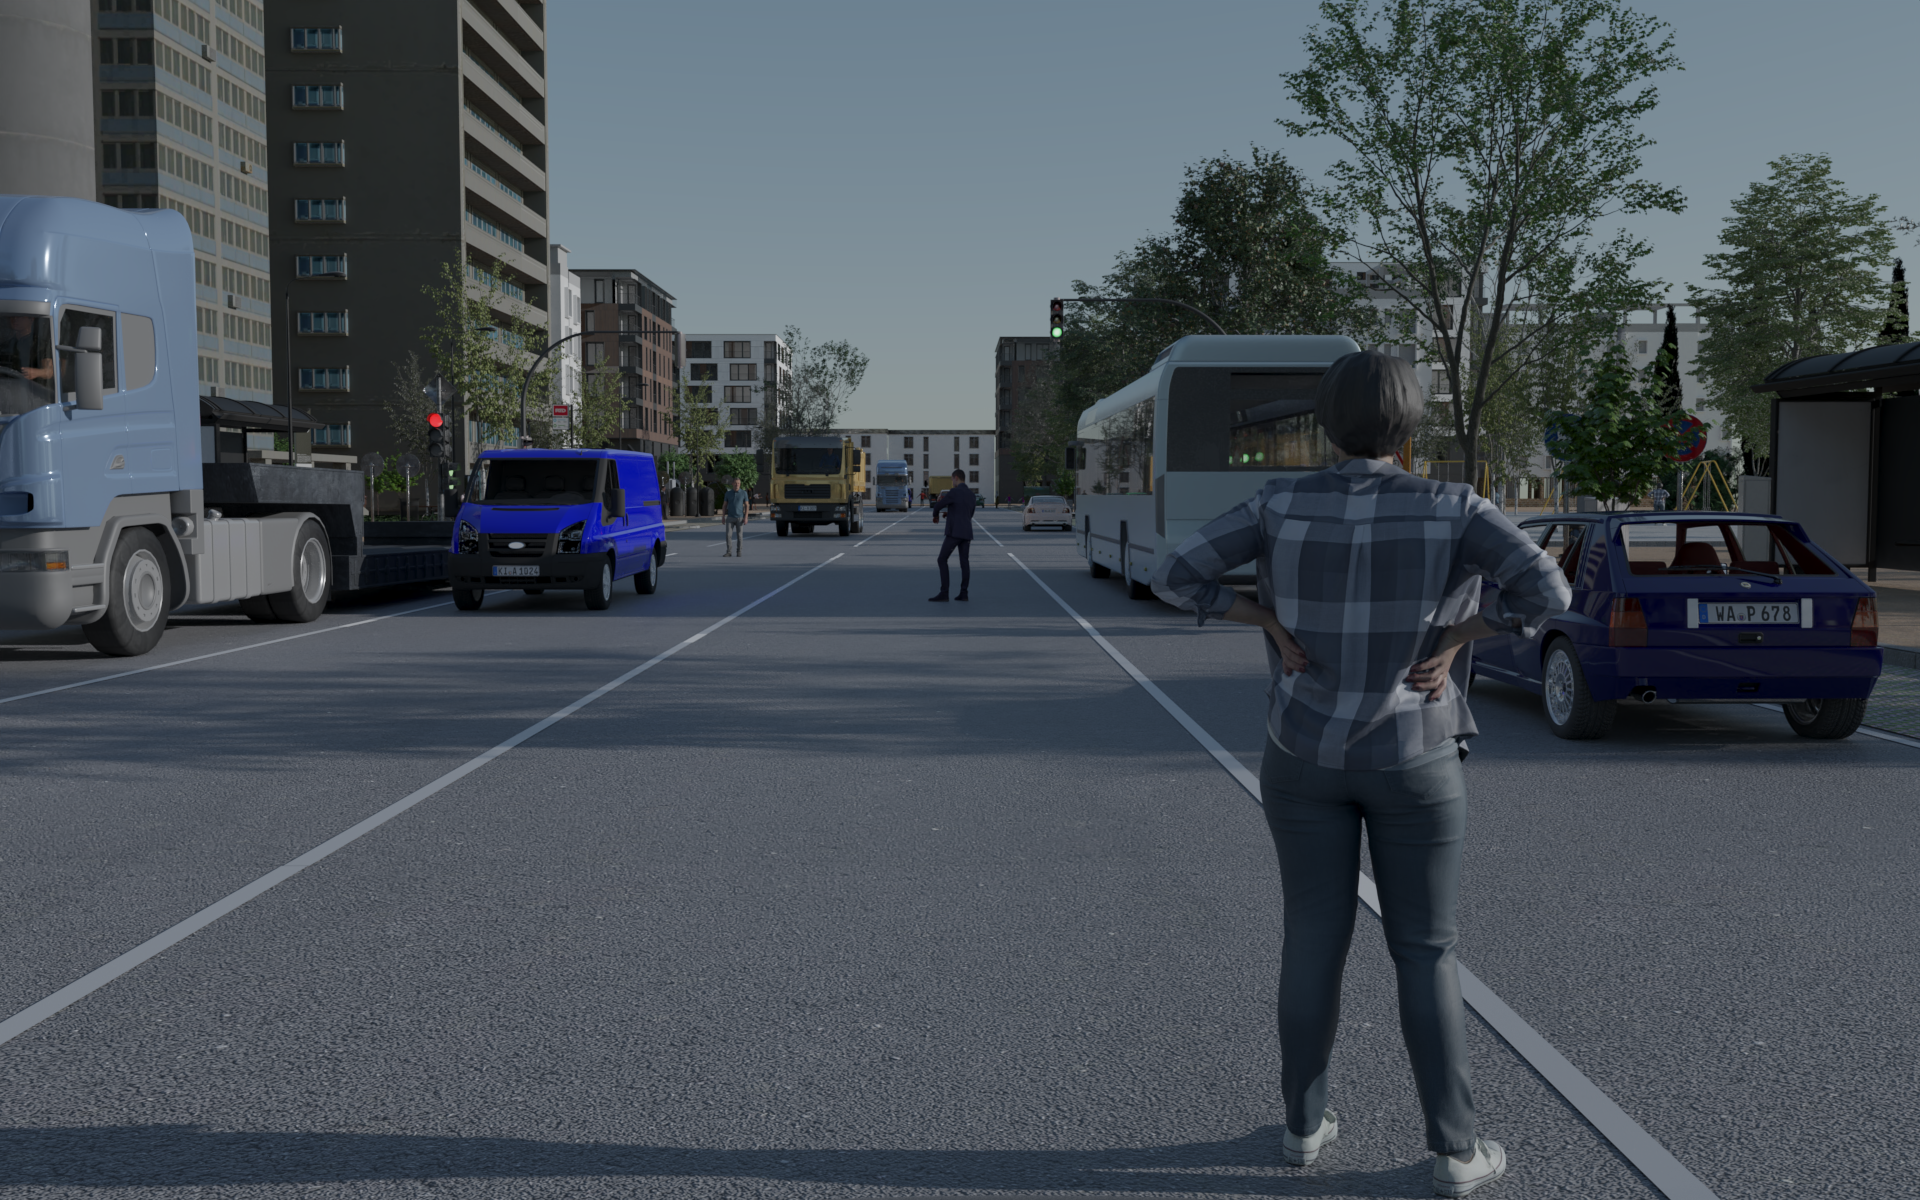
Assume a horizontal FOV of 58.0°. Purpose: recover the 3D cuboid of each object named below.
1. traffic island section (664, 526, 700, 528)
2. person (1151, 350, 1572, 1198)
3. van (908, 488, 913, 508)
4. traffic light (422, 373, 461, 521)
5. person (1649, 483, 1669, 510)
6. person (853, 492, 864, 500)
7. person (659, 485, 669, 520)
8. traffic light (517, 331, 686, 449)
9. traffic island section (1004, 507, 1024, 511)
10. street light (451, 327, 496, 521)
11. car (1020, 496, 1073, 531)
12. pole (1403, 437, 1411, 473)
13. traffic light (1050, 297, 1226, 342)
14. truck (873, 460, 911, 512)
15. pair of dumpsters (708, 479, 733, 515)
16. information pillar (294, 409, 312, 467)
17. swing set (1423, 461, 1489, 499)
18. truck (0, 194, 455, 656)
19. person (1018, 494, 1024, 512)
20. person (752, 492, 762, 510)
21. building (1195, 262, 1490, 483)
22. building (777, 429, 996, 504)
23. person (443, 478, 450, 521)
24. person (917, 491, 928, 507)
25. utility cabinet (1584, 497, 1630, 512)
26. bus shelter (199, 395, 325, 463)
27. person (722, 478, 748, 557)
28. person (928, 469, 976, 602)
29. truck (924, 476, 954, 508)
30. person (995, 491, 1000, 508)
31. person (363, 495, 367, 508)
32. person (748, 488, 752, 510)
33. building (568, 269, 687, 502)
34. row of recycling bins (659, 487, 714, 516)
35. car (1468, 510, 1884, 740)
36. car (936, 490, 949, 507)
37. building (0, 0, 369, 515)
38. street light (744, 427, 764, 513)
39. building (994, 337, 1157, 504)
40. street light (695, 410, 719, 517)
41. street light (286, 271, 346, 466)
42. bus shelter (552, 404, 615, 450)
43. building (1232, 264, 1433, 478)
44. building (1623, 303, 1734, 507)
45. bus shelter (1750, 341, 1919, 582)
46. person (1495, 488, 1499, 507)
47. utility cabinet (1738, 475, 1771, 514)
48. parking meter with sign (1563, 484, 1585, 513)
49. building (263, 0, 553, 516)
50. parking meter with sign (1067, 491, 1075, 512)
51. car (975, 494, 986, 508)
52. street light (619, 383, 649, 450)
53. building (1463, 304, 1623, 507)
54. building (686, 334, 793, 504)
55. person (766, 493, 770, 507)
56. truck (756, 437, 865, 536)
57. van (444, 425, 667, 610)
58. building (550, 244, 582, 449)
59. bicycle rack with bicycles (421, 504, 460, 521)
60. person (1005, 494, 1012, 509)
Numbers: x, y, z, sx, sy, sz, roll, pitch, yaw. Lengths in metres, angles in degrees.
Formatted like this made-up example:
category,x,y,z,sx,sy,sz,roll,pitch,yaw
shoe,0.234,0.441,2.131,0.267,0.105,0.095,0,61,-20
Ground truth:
category,x,y,z,sx,sy,sz,roll,pitch,yaw
traffic island section,-12.030,-3.067,73.016,1.991,0.108,1.994,0,4,0
person,0.853,0.340,3.660,0.841,1.734,0.376,2,4,26
van,-5.905,-10.522,176.425,2.240,2.365,5.245,0,4,0
traffic light,-12.062,-3.139,40.244,0.839,4.253,0.868,0,4,0
person,28.392,-3.888,70.333,0.841,1.734,0.376,3,5,40
person,-9.051,-8.819,153.208,1.217,1.766,0.721,2,4,32
person,-14.823,-4.871,86.489,0.445,1.727,0.742,0,4,1
traffic light,-10.033,-4.502,48.280,4.771,5.953,1.251,0,4,0
traffic island section,5.505,-9.470,177.703,1.991,0.108,1.994,0,4,0
street light,-13.565,-4.629,48.221,1.470,5.913,1.316,0,4,0
car,3.408,-3.399,67.939,2.083,1.381,4.827,0,4,1
pole,10.109,-2.774,39.200,0.158,3.312,0.155,0,3,0
traffic light,4.448,-4.011,40.247,4.771,5.953,1.251,0,4,0
truck,-5.534,-9.306,141.903,2.967,4.110,18.799,0,4,-2
pair of dumpsters,-14.954,-6.459,108.096,1.574,2.255,4.437,0,4,0
information pillar,-17.998,-3.435,47.512,0.183,3.616,0.504,2,4,35
swing set,23.448,-5.135,81.576,3.119,2.851,2.862,2,4,24
truck,-8.376,-1.987,22.252,2.967,4.110,18.799,0,4,0
person,4.975,-7.498,134.320,0.991,1.433,0.599,0,4,-1
person,-16.219,-7.862,137.782,0.799,1.438,0.628,-2,4,-34
building,35.884,-19.877,168.961,27.936,21.610,32.646,0,4,0
building,-9.398,-17.399,226.612,28.070,9.664,9.099,0,4,0
person,-17.182,-3.150,57.676,0.434,1.807,0.598,-2,4,-32
person,-4.365,-11.652,198.953,1.348,1.831,0.705,0,4,-7
utility cabinet,12.131,-1.303,32.469,1.020,1.237,0.306,-2,4,-35
bus shelter,-15.453,-2.621,36.781,2.014,3.302,5.546,0,4,0
person,-5.156,-1.895,39.615,0.598,1.807,0.434,1,4,13
person,-0.137,-0.875,23.259,0.568,1.767,0.683,3,5,41
truck,-1.911,-11.271,180.197,3.469,3.379,9.791,0,4,-2
person,3.759,-10.003,172.772,0.721,1.736,1.217,-1,4,-20
person,-31.122,-5.016,90.321,0.388,1.546,0.482,-1,4,-11
person,-16.437,-7.917,135.507,0.705,1.821,1.348,-1,4,-14
building,-45.825,-20.017,171.260,32.646,21.610,27.936,0,4,0
row of recycling bins,-15.885,-5.671,99.827,3.534,1.692,1.069,-2,4,-27
car,4.334,0.068,11.464,1.945,1.354,3.894,0,4,-1
car,-1.013,-8.963,155.215,2.281,1.827,5.304,0,4,-2
building,-43.641,-23.281,72.533,32.217,40.220,23.993,0,4,0
street light,-14.175,-8.970,119.202,1.470,5.913,1.316,0,4,0
building,21.377,-23.929,235.214,32.646,21.610,27.936,0,4,0
street light,-14.036,-7.559,96.135,1.470,5.913,1.316,0,4,0
street light,-13.500,-3.899,36.285,1.470,5.913,1.316,0,4,0
bus shelter,-17.106,-6.261,80.004,2.179,5.291,8.768,0,4,0
building,30.475,-17.761,146.806,16.016,20.091,11.380,0,4,0
building,70.468,-19.673,178.066,11.380,20.091,16.016,0,4,0
bus shelter,12.622,-1.762,22.738,2.014,3.302,5.546,0,4,0
person,24.379,-4.331,79.066,0.499,1.552,0.429,0,4,-5
utility cabinet,9.590,-0.749,20.919,0.318,1.500,1.173,1,4,21
parking meter with sign,18.480,-3.331,50.731,0.543,3.016,1.738,-3,5,-41
building,-37.573,-29.319,103.066,21.300,48.544,21.600,0,4,0
parking meter with sign,8.331,-7.634,121.077,1.738,3.016,0.543,-1,4,-19
car,1.617,-10.191,178.420,2.131,1.459,4.920,0,4,1
street light,-13.722,-6.127,72.716,1.470,5.913,1.316,0,4,0
building,59.084,-19.702,178.547,11.380,20.091,16.016,0,4,0
building,-39.825,-23.911,234.923,32.646,21.610,27.936,0,4,0
person,-18.820,-9.793,169.423,0.557,1.426,1.065,1,4,17
truck,-4.937,-3.968,60.798,3.469,3.379,9.791,0,4,1
van,-5.296,-1.147,23.146,2.240,2.365,5.245,0,4,0
building,-36.684,-16.677,129.091,16.016,20.091,11.380,0,4,0
bicycle rack with bicycles,-17.908,-2.975,62.028,2.925,0.926,2.852,-3,5,-43
person,4.658,-9.228,162.596,0.991,1.433,0.599,-2,4,-28
